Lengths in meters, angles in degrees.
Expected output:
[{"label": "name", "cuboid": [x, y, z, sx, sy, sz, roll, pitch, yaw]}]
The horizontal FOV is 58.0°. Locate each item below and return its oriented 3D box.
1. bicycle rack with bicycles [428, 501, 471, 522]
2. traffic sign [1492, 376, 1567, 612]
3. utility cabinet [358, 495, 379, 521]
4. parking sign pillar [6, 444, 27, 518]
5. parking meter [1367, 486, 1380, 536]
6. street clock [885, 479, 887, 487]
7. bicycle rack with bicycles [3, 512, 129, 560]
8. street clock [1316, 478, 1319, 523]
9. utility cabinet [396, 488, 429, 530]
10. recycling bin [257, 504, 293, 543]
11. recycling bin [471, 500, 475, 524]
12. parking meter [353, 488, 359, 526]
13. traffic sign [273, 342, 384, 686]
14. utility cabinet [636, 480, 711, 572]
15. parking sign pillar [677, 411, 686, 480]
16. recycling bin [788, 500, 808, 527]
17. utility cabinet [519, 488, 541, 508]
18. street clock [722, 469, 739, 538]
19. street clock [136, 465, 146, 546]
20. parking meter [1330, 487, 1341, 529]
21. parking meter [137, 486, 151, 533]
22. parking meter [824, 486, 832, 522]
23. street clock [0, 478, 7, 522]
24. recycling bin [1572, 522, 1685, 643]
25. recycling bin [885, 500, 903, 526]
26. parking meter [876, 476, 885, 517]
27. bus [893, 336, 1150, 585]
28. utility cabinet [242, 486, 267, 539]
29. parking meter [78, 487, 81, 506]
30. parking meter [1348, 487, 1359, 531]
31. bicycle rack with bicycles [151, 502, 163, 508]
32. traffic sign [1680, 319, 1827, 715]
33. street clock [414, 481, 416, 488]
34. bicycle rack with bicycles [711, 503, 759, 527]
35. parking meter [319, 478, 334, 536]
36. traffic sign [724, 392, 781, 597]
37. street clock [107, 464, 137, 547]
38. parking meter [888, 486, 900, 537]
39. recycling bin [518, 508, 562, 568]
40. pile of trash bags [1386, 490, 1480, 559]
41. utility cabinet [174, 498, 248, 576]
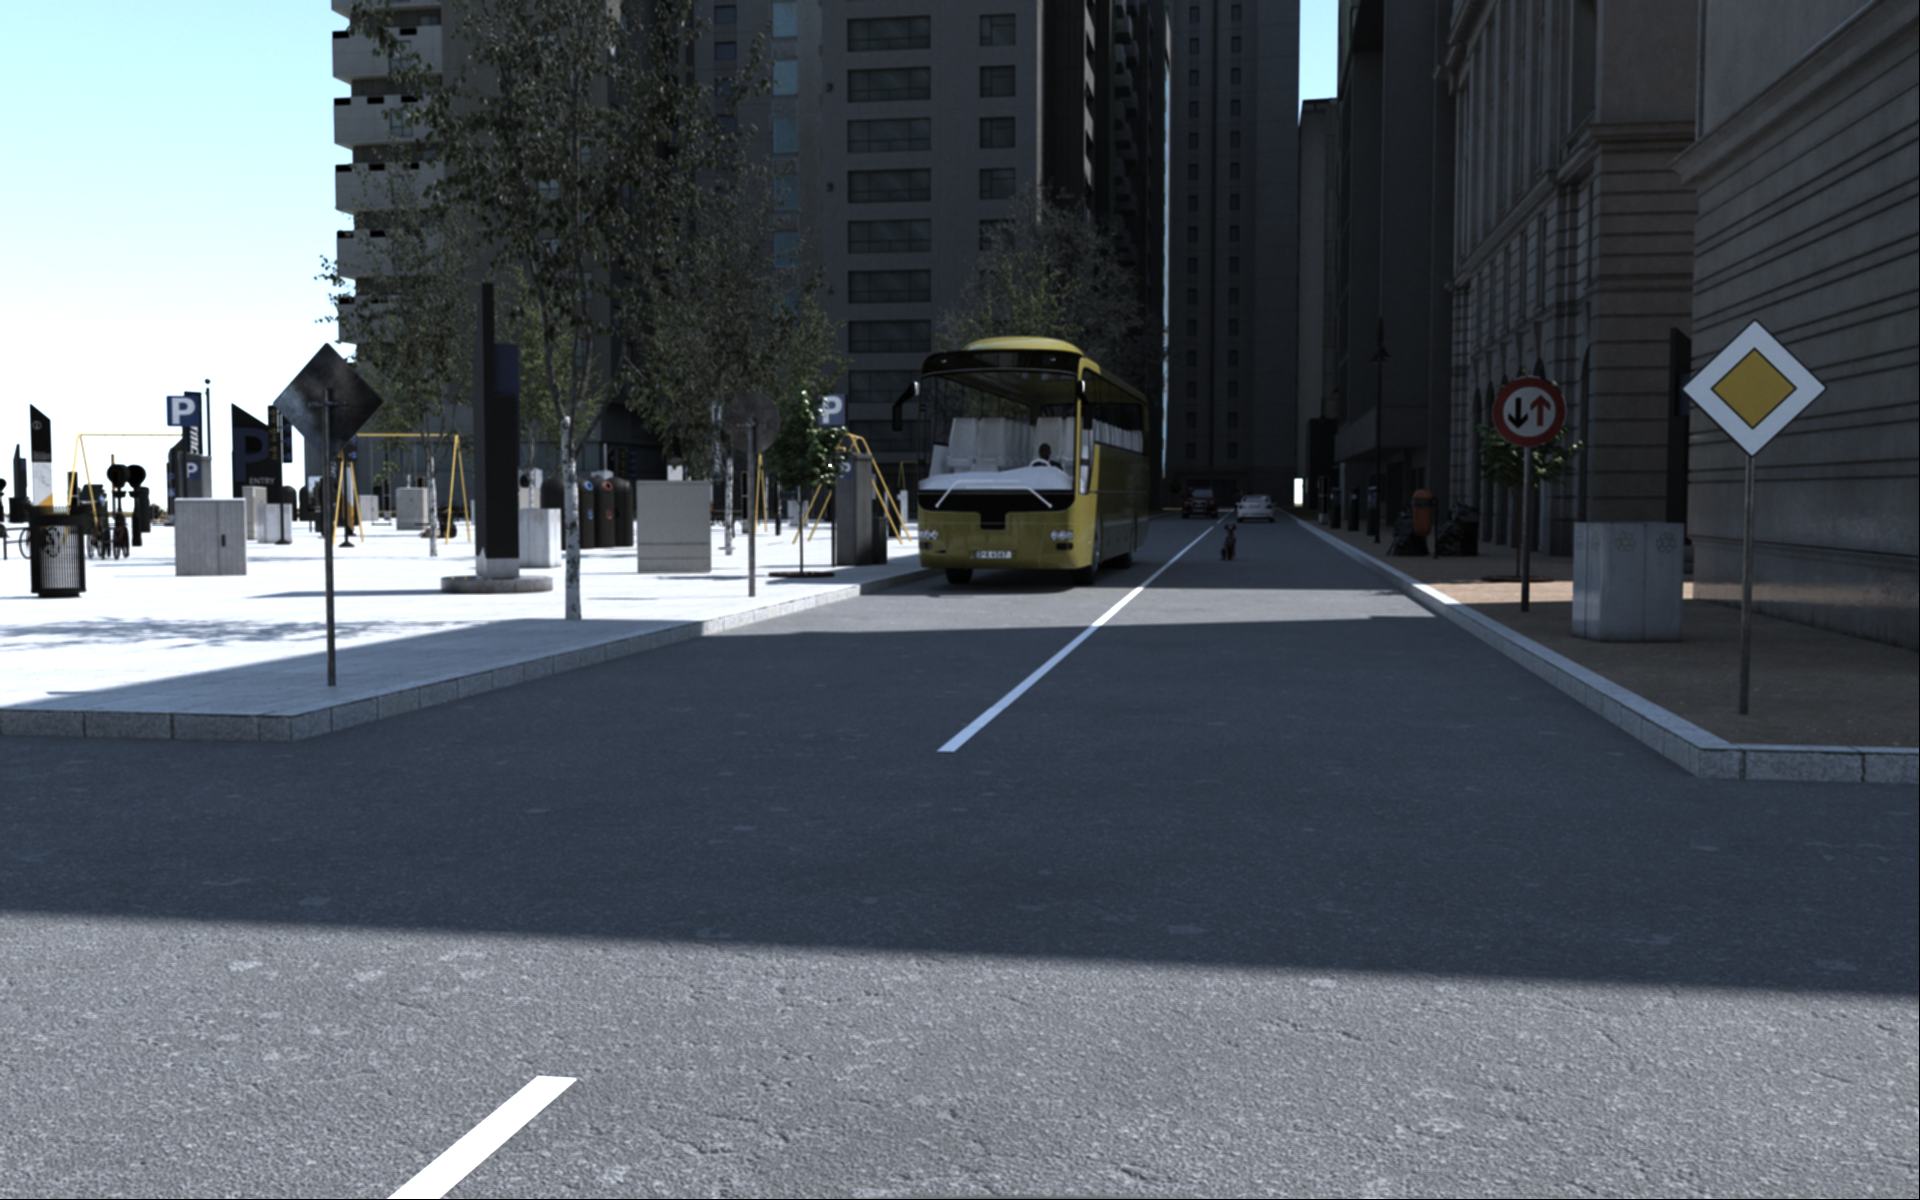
[{"label": "bicycle rack with bicycles", "cuboid": [-26.461, -4.603, 88.641, 2.925, 0.926, 2.852, -3, 4, -38]}, {"label": "traffic sign", "cuboid": [6.167, -1.145, 18.825, 0.768, 2.556, 0.104, 1, 4, 16]}, {"label": "utility cabinet", "cuboid": [-27.944, -4.314, 81.703, 0.306, 1.237, 1.020, 3, 4, 38]}, {"label": "parking sign pillar", "cuboid": [-50.474, -6.393, 92.996, 1.447, 3.967, 1.447, -3, 4, -38]}, {"label": "parking meter", "cuboid": [12.750, -2.753, 53.422, 0.372, 1.533, 0.369, 0, 3, 0]}, {"label": "street clock", "cuboid": [-3.765, -4.899, 84.670, 0.358, 2.002, 0.471, 2, 4, 30]}, {"label": "bicycle rack with bicycles", "cuboid": [-17.743, -1.311, 34.815, 2.852, 0.926, 2.925, -1, 4, -10]}, {"label": "street clock", "cuboid": [16.031, -4.417, 76.790, 0.358, 2.002, 0.471, -2, 4, -29]}, {"label": "utility cabinet", "cuboid": [-19.249, -3.190, 60.842, 1.173, 1.500, 0.318, 1, 4, 22]}, {"label": "recycling bin", "cuboid": [-17.979, -2.011, 45.435, 0.722, 1.027, 0.722, -3, 4, -37]}, {"label": "recycling bin", "cuboid": [-20.469, -3.763, 74.072, 0.722, 1.027, 0.722, -2, 4, -30]}, {"label": "parking meter", "cuboid": [-24.528, -3.771, 70.064, 0.372, 1.533, 0.369, 0, 3, 0]}, {"label": "traffic sign", "cuboid": [-4.202, -0.482, 11.528, 0.795, 2.450, 0.064, 1, 4, 10]}, {"label": "utility cabinet", "cuboid": [-4.649, -1.190, 28.138, 1.173, 1.500, 0.318, -1, 4, -12]}, {"label": "parking sign pillar", "cuboid": [-9.016, -4.088, 55.306, 1.447, 3.967, 1.447, -1, 4, -15]}, {"label": "recycling bin", "cuboid": [-6.416, -3.422, 68.500, 0.722, 1.027, 0.722, -1, 4, -14]}, {"label": "utility cabinet", "cuboid": [-14.749, -3.104, 59.433, 0.318, 1.500, 1.173, 3, 4, 37]}, {"label": "street clock", "cuboid": [-6.687, -2.799, 50.327, 0.471, 2.002, 0.358, 2, 4, 27]}, {"label": "street clock", "cuboid": [-20.227, -2.320, 42.506, 0.471, 2.002, 0.358, -1, 4, -11]}, {"label": "parking meter", "cuboid": [13.952, -3.419, 64.316, 0.372, 1.533, 0.369, 0, 3, 0]}, {"label": "parking meter", "cuboid": [-27.241, -3.021, 57.804, 0.372, 1.533, 0.369, 0, 3, 0]}, {"label": "parking meter", "cuboid": [-6.126, -4.591, 80.780, 0.399, 1.863, 0.255, -2, 4, -24]}, {"label": "street clock", "cuboid": [-43.788, -4.556, 79.068, 0.471, 2.002, 0.358, -1, 4, -10]}, {"label": "recycling bin", "cuboid": [5.886, -0.167, 15.284, 0.722, 1.027, 0.722, 0, 4, -1]}, {"label": "recycling bin", "cuboid": [-2.723, -3.572, 70.962, 0.722, 1.027, 0.722, 0, 4, 3]}, {"label": "parking meter", "cuboid": [-2.635, -3.165, 57.464, 0.255, 1.863, 0.399, 0, 4, -5]}, {"label": "bus", "cuboid": [1.596, -2.395, 30.701, 2.896, 3.916, 12.252, 1, 4, 11]}, {"label": "utility cabinet", "cuboid": [-19.803, -2.447, 48.684, 0.318, 1.500, 1.173, 0, 4, -4]}, {"label": "parking meter", "cuboid": [-32.973, -3.435, 64.575, 0.372, 1.533, 0.369, 0, 3, 0]}, {"label": "parking meter", "cuboid": [13.650, -3.159, 60.065, 0.372, 1.533, 0.369, 0, 3, 0]}, {"label": "bicycle rack with bicycles", "cuboid": [-37.249, -4.189, 81.864, 2.852, 0.926, 2.925, 0, 4, 7]}, {"label": "traffic sign", "cuboid": [4.566, -0.391, 10.035, 0.795, 2.450, 0.064, 1, 4, 10]}, {"label": "street clock", "cuboid": [-25.494, -4.718, 81.709, 0.471, 2.002, 0.358, 1, 4, 11]}, {"label": "bicycle rack with bicycles", "cuboid": [-9.530, -3.435, 69.546, 2.925, 0.926, 2.852, -3, 5, -43]}, {"label": "parking meter", "cuboid": [-19.321, -2.880, 52.798, 0.399, 1.863, 0.255, -1, 4, -18]}, {"label": "traffic sign", "cuboid": [-2.601, -1.314, 21.583, 0.768, 2.556, 0.104, 1, 4, 18]}, {"label": "street clock", "cuboid": [-20.285, -2.277, 41.800, 0.471, 2.002, 0.358, 0, 4, 8]}, {"label": "parking meter", "cuboid": [-1.963, -2.641, 51.586, 0.372, 1.533, 0.369, 0, 3, 0]}, {"label": "recycling bin", "cuboid": [-7.412, -1.082, 30.244, 0.722, 1.027, 0.722, 0, 4, 4]}, {"label": "pile of trash bags", "cuboid": [9.761, -1.597, 35.863, 1.912, 1.369, 3.447, 1, 4, 21]}, {"label": "utility cabinet", "cuboid": [-11.779, -0.983, 27.239, 1.020, 1.237, 0.306, -1, 4, -17]}]
